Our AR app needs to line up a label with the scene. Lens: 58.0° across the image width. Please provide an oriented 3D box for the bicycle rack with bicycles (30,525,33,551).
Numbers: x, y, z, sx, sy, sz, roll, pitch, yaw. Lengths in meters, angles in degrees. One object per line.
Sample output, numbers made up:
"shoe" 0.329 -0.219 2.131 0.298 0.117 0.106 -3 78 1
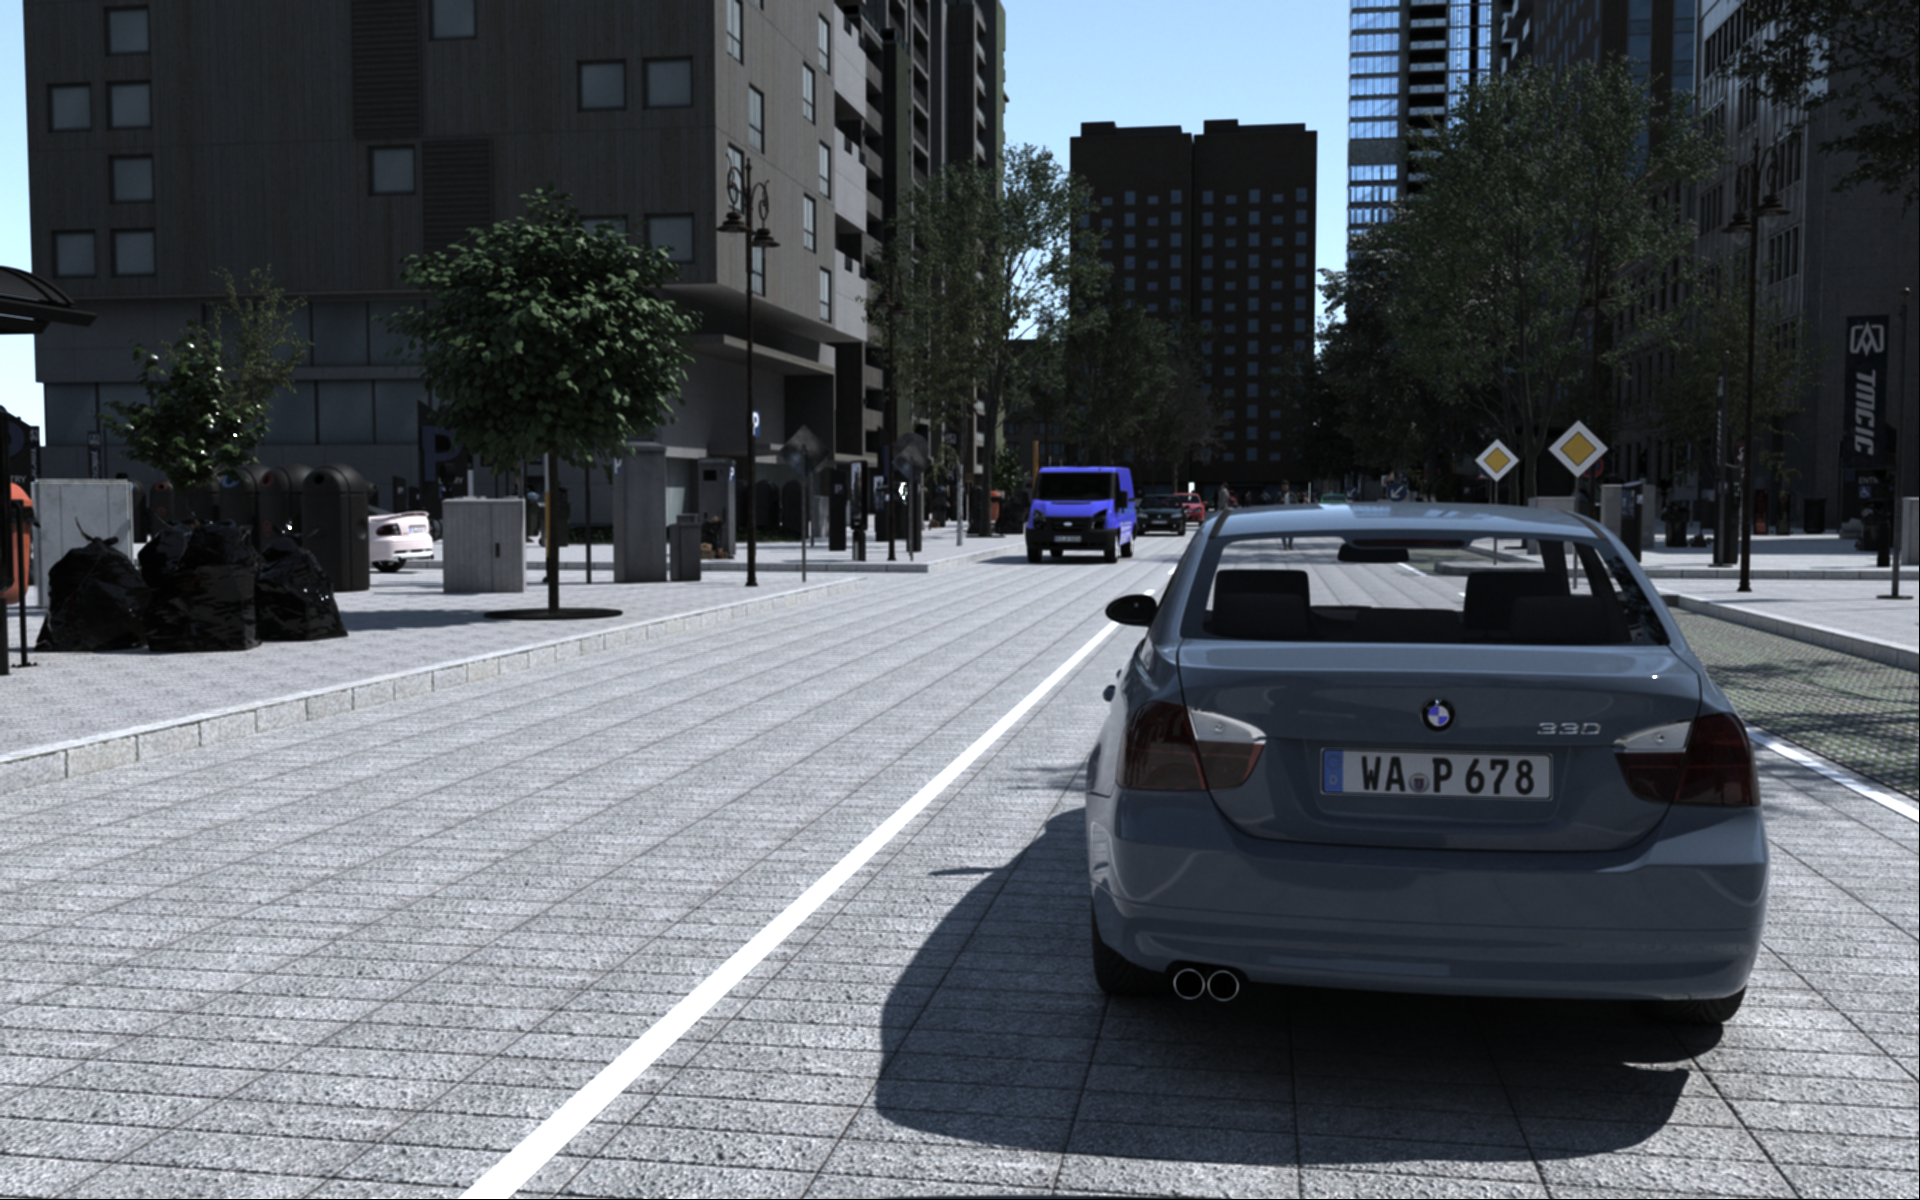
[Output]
"bicycle rack with bicycles" -21.046 -1.560 38.888 2.852 0.926 2.925 0 4 -4

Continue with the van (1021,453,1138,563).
"van" 2.684 -2.040 37.744 2.240 2.365 5.245 1 4 11

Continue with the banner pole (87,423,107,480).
"banner pole" -30.187 -4.328 60.775 0.863 3.779 0.401 0 4 5

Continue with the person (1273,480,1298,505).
"person" 8.299 -2.153 44.046 0.623 1.781 0.721 -1 4 -13

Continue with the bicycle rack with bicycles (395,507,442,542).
"bicycle rack with bicycles" -15.153 -2.015 46.325 2.852 0.926 2.925 3 5 40

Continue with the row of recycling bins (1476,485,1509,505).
"row of recycling bins" 22.519 -4.213 76.000 3.534 1.692 1.069 1 4 17

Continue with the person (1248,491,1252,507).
"person" 26.713 -9.209 159.989 0.530 1.710 0.541 -1 4 -13

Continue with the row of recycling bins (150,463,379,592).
"row of recycling bins" -9.425 -1.012 23.666 3.534 1.692 1.069 2 4 31

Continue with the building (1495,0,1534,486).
"building" 57.973 -32.192 145.953 23.786 49.044 30.456 1 4 10

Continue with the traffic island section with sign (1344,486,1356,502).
"traffic island section with sign" 18.537 -4.537 82.810 1.989 1.847 2.006 1 4 10

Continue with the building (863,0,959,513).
"building" -10.792 -41.716 120.307 20.563 71.187 20.611 1 4 10

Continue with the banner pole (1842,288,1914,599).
"banner pole" 11.278 -1.911 21.262 0.863 3.779 0.401 2 4 28

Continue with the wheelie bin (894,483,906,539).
"wheelie bin" -1.612 -2.522 49.142 0.980 1.594 0.693 -3 4 -37

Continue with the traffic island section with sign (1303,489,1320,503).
"traffic island section with sign" 27.060 -7.578 132.524 1.989 1.847 2.006 1 4 10

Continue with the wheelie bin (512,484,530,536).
"wheelie bin" -13.171 -2.729 52.524 0.980 1.594 0.693 1 4 14

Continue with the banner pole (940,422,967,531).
"banner pole" -0.171 -4.278 59.957 0.863 3.779 0.401 -1 4 -18

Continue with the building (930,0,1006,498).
"building" -4.315 -27.822 138.476 14.154 41.232 14.086 1 4 10

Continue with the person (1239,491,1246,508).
"person" 24.128 -8.485 148.050 0.721 1.723 1.217 -1 4 -16

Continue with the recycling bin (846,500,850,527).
"recycling bin" -4.419 -3.436 68.733 0.722 1.027 0.722 0 4 7

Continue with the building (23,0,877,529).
"building" -19.526 -29.682 74.537 28.713 52.752 27.495 1 4 10

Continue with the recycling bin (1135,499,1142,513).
"recycling bin" 10.008 -5.197 97.525 0.722 1.027 0.722 0 4 8

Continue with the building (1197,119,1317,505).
"building" 35.525 -34.226 209.699 14.200 45.320 14.600 1 4 10

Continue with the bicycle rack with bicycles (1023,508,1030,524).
"bicycle rack with bicycles" 3.151 -3.673 73.434 2.852 0.926 2.925 -2 4 -28

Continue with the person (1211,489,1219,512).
"person" 20.303 -7.899 137.670 0.705 1.821 1.348 -1 4 -15

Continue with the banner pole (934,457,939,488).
"banner pole" -1.283 -6.835 101.766 0.401 3.779 0.863 -3 5 -41

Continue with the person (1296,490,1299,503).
"person" 32.559 -9.697 167.053 0.705 1.823 1.348 1 4 9

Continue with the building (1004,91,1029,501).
"building" -9.099 -31.017 161.748 28.867 44.769 22.147 1 4 10

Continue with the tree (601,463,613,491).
"tree" -11.560 -3.960 59.348 1.663 3.219 1.824 0 3 0

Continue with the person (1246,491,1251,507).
"person" 25.433 -8.785 152.861 0.721 1.735 1.217 2 4 28

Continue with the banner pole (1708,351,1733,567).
"banner pole" 13.439 -2.483 30.609 0.401 3.779 0.863 1 4 12

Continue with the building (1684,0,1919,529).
"building" 38.640 -15.469 70.936 12.078 24.808 19.932 1 4 10

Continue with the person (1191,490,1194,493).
"person" 18.201 -7.677 134.708 0.721 1.739 1.217 1 4 18

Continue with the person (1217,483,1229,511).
"person" 8.593 -2.945 56.839 0.473 1.802 0.592 3 5 43

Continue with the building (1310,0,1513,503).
"building" 58.268 -54.721 207.362 31.000 86.520 22.319 1 4 10

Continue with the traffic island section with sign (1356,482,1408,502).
"traffic island section with sign" 13.949 -2.897 55.993 1.989 1.847 2.006 1 4 10

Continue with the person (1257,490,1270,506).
"person" 27.644 -9.105 157.359 1.348 1.826 0.705 3 5 42

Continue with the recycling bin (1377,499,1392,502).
"recycling bin" 20.690 -4.370 84.000 0.722 1.027 0.722 2 4 33

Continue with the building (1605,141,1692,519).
"building" 41.737 -15.604 91.276 11.583 22.565 21.152 1 4 10

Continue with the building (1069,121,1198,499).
"building" 21.122 -34.303 210.956 14.200 45.320 14.600 1 4 10

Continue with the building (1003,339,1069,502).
"building" 0.865 -23.090 222.566 28.899 21.520 27.650 1 4 10

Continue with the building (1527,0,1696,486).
"building" 49.354 -29.037 124.870 14.600 45.320 14.200 1 4 10

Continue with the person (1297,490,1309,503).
"person" 30.580 -8.961 155.023 1.348 1.823 0.705 2 4 29

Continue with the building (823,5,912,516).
"building" -11.098 -20.307 103.726 14.160 30.474 14.107 1 4 10

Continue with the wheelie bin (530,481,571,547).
"wheelie bin" -9.887 -2.099 42.229 0.693 1.594 0.980 -3 4 -37

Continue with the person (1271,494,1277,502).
"person" 27.593 -8.515 150.983 1.065 1.426 0.557 0 4 -3

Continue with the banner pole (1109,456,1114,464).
"banner pole" 9.100 -6.982 104.170 0.401 3.779 0.863 -1 4 -17

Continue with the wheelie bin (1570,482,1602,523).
"wheelie bin" 16.117 -2.241 44.542 0.980 1.594 0.693 -3 5 -42

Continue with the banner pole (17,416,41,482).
"banner pole" -30.052 -4.027 55.861 0.863 3.779 0.401 0 4 -5
